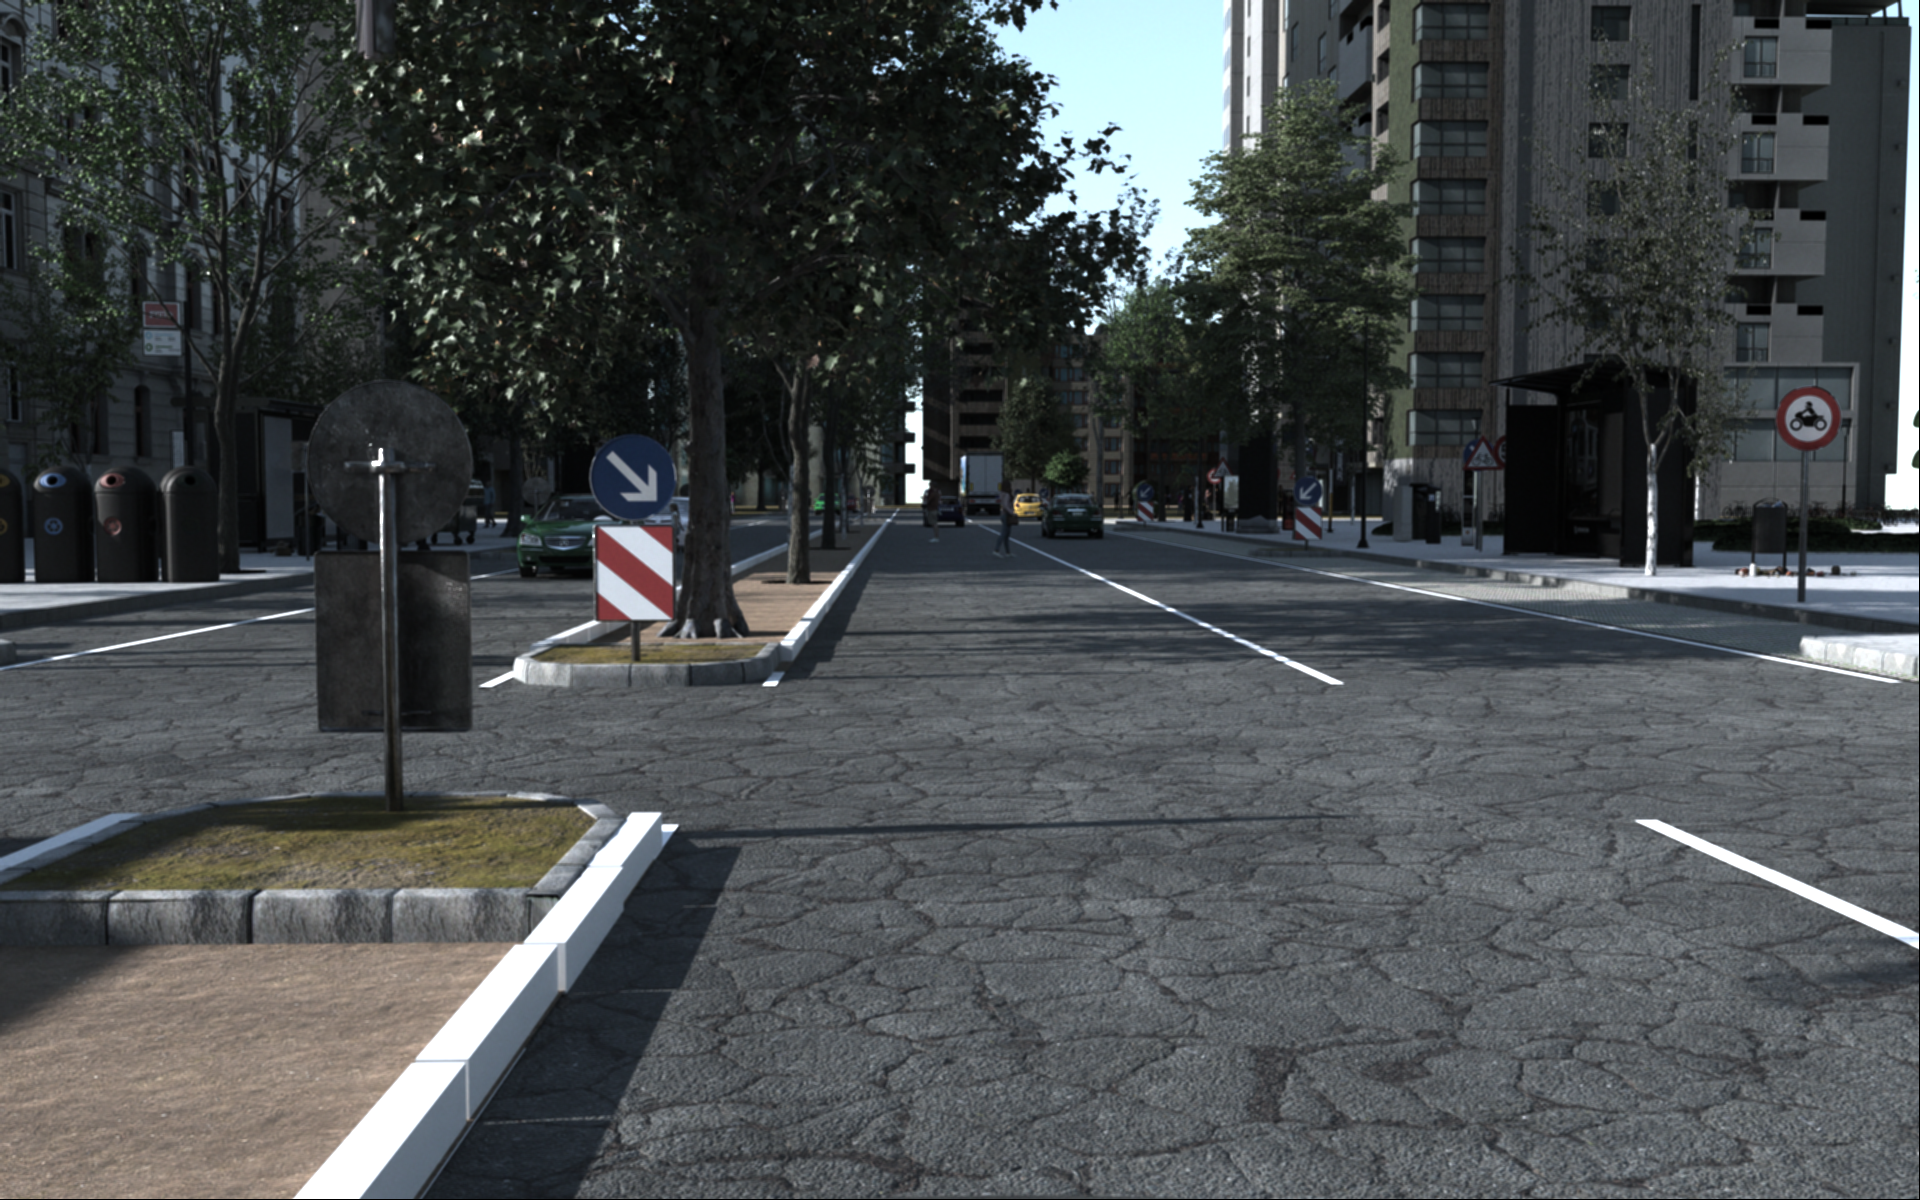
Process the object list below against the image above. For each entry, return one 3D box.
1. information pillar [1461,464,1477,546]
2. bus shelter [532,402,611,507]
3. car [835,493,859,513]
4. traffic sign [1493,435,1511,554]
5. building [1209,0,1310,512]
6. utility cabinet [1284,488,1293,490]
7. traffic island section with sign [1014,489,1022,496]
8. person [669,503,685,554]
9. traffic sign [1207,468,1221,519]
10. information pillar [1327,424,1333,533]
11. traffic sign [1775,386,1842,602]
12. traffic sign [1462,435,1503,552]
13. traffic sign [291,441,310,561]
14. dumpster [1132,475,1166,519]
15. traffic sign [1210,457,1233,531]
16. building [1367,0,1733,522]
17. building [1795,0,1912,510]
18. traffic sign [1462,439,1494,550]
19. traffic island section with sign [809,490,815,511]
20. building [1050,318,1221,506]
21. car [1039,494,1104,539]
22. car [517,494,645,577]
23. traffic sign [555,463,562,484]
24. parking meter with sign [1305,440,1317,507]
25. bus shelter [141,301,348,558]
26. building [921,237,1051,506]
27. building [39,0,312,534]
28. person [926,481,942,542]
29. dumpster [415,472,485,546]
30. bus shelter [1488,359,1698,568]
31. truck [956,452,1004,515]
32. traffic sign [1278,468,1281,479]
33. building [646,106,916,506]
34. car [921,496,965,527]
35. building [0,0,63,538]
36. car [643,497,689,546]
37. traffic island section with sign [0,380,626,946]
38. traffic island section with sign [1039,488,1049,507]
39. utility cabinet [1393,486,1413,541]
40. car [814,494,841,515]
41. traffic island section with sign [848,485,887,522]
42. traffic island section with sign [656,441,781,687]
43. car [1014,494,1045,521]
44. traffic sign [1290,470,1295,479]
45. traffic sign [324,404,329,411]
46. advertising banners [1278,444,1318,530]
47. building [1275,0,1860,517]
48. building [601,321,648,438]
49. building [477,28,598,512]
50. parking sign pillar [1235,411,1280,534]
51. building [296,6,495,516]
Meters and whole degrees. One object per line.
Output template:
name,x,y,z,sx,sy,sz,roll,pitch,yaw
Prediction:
information pillar,12.593,-2.345,42.833,0.304,2.012,0.304,2,4,26
bus shelter,-14.054,-5.264,63.705,2.179,5.291,8.768,0,4,-2
car,-8.722,-7.506,131.765,2.155,1.783,4.494,0,4,0
traffic sign,11.631,-2.234,36.627,0.768,2.556,0.104,0,4,3
building,31.509,-36.414,137.371,21.231,58.520,28.212,0,4,-2
utility cabinet,13.208,-3.668,68.659,0.318,1.500,1.173,3,4,36
traffic island section with sign,4.674,-8.265,143.767,1.989,1.847,2.006,0,4,-2
person,-6.697,-1.683,41.031,0.382,1.210,0.505,-1,4,-13
traffic sign,12.672,-5.264,86.178,0.768,2.556,0.104,0,4,3
information pillar,12.358,-4.058,57.703,0.183,3.616,0.504,1,4,9
traffic sign,10.000,-1.248,20.508,0.768,2.556,0.104,0,4,2
traffic sign,11.552,-2.345,38.351,0.884,2.594,0.081,0,4,3
traffic sign,-12.537,-1.903,33.243,0.606,2.300,0.079,0,4,3
dumpster,9.530,-5.175,87.104,1.502,2.255,1.985,0,4,-2
traffic sign,9.193,-3.709,60.640,0.884,2.594,0.081,0,4,3
building,26.846,-19.035,82.923,14.160,30.474,14.107,0,4,-2
building,68.789,-28.266,145.737,14.086,41.232,14.154,0,4,-2
traffic sign,11.941,-2.435,39.914,0.768,2.556,0.104,0,4,2
traffic island section with sign,-12.520,-8.196,142.637,1.989,1.847,2.006,0,4,-2
building,24.006,-21.823,201.844,28.899,21.520,27.650,0,4,-2
car,3.698,-2.780,57.247,2.131,1.459,4.920,0,4,-1
car,-6.753,-1.195,31.340,2.131,1.459,4.920,0,4,-3
traffic sign,-16.437,-4.332,70.929,0.768,2.556,0.104,0,4,5
parking meter with sign,11.099,-3.610,55.283,0.543,3.016,1.738,0,4,2
bus shelter,-15.956,-3.739,38.757,2.179,5.291,8.768,0,4,-2
building,2.724,-25.811,193.704,14.107,30.474,14.160,0,4,-2
building,-34.121,-16.861,63.064,14.401,28.519,23.554,0,4,-2
person,-0.797,-2.656,51.908,0.573,1.828,0.580,-2,4,-31
dumpster,-12.958,-2.515,43.606,1.502,2.255,1.985,0,4,-2
bus shelter,11.999,-2.569,33.284,1.731,3.624,6.357,0,4,-2
truck,1.396,-8.072,120.886,2.839,4.237,11.283,0,4,-3
traffic sign,13.461,-4.575,74.906,0.768,2.556,0.104,0,4,2
building,-20.351,-35.343,197.466,30.456,49.044,23.786,0,4,-2
car,-0.732,-3.924,76.739,1.945,1.354,3.894,0,4,-3
building,-32.322,-14.776,38.859,12.463,27.353,25.104,0,4,-2
car,-7.438,-1.973,44.616,2.083,1.381,4.827,0,4,0
traffic island section with sign,-2.287,0.106,6.411,2.006,1.907,1.989,0,4,-2
traffic island section with sign,5.483,-6.578,116.184,1.989,1.847,2.006,0,4,-2
utility cabinet,12.011,-2.340,46.943,0.318,1.500,1.173,0,4,4
car,-8.986,-6.730,118.832,1.959,1.807,4.718,0,4,-1
traffic island section with sign,-4.695,-4.941,88.922,2.006,1.907,1.989,0,4,-2
traffic island section with sign,-2.494,-0.347,13.815,2.006,1.907,1.989,0,4,-2
car,3.628,-5.067,93.071,2.015,1.641,3.980,0,4,-2
traffic sign,12.231,-3.791,61.986,0.884,2.594,0.081,0,4,4
traffic sign,-13.286,-2.769,39.152,2.265,3.308,0.079,0,4,7
advertising banners,11.624,-3.980,61.257,2.074,3.025,0.090,2,4,25
building,36.104,-31.805,109.245,28.713,52.752,27.495,0,4,-2
building,-42.648,-31.129,192.548,14.086,41.232,14.154,0,4,-2
building,-40.801,-27.004,133.402,23.993,40.220,32.217,0,4,-2
parking sign pillar,9.704,-4.153,56.375,1.447,3.967,1.447,-3,5,-42
building,-38.111,-40.317,97.432,20.563,71.187,20.611,0,4,-2
